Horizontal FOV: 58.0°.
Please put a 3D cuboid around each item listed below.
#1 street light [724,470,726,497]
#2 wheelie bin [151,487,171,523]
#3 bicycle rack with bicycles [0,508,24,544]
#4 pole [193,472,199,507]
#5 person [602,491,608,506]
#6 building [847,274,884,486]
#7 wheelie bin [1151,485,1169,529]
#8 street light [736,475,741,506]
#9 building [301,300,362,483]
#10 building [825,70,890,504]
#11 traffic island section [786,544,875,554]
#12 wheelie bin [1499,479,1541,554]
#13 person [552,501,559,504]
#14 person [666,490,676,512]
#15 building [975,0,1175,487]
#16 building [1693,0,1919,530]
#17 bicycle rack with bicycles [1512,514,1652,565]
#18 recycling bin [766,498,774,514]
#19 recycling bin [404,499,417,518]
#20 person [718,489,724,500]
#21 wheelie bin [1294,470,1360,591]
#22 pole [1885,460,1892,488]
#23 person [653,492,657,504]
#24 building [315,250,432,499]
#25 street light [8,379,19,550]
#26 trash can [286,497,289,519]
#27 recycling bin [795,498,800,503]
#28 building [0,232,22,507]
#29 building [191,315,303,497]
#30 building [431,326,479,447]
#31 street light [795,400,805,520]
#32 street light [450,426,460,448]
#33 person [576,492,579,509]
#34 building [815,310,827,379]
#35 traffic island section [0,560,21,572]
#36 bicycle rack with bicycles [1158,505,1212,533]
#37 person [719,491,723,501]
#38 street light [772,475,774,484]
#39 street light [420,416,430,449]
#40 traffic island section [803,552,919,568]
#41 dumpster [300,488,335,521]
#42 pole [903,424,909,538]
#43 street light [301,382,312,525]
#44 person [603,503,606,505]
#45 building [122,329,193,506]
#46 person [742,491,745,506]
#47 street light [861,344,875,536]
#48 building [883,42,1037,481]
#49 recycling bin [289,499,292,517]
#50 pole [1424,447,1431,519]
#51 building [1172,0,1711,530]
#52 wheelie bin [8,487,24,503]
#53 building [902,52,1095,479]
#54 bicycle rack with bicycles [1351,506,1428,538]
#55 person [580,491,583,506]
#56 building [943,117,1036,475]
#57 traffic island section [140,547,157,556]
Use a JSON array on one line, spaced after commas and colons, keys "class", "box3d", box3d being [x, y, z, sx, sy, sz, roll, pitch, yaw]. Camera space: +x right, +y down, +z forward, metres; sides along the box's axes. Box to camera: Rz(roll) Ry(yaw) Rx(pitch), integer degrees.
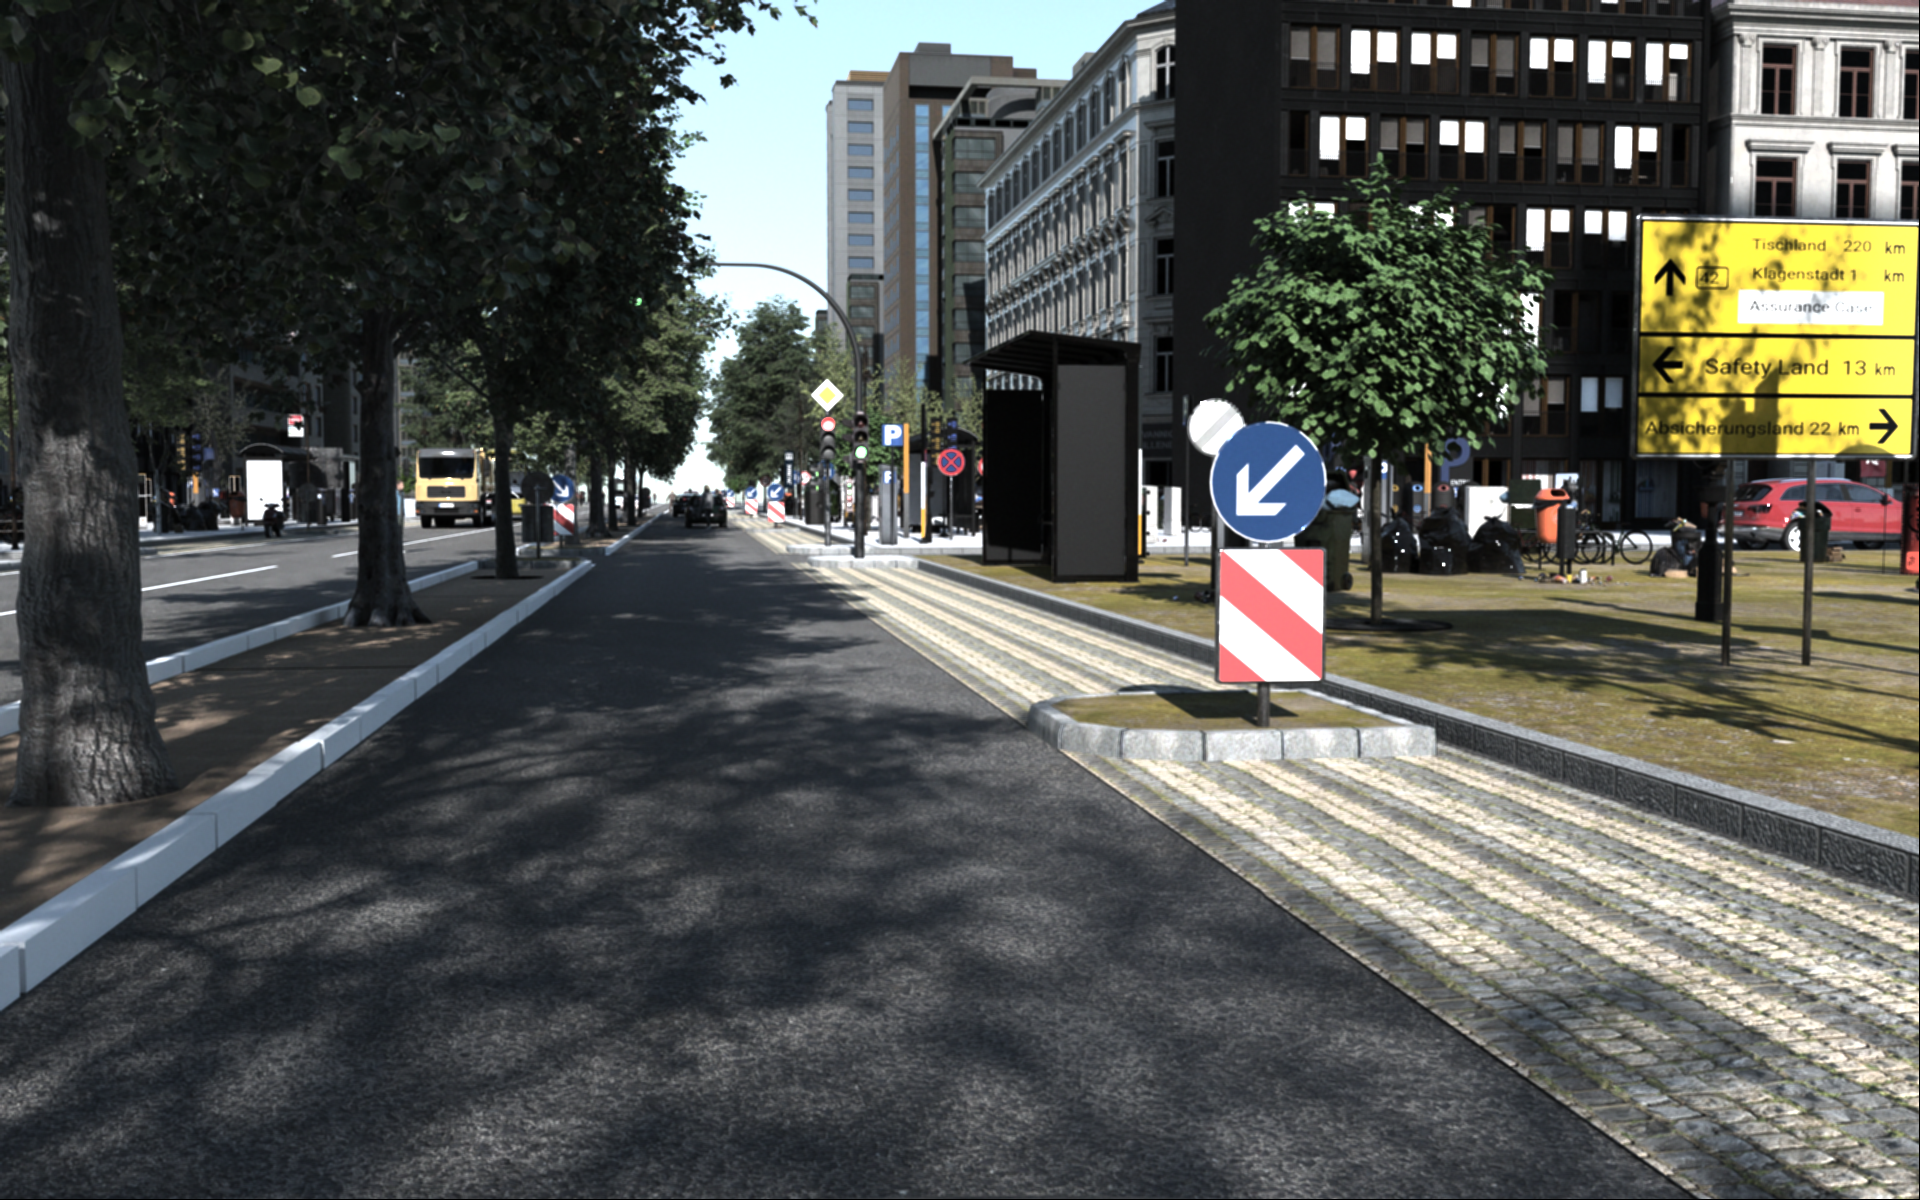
[{"class": "street light", "box3d": [-37.179, -18.448, 274.414, 0.468, 5.910, 1.993, -1, 4, -9]}, {"class": "wheelie bin", "box3d": [-33.923, -4.016, 73.577, 0.693, 1.594, 0.980, -1, 4, -14]}, {"class": "bicycle rack with bicycles", "box3d": [-24.849, -1.910, 44.605, 2.925, 0.926, 2.852, -1, 4, -14]}, {"class": "pole", "box3d": [-29.071, -4.405, 65.863, 0.158, 3.312, 0.155, 0, 3, 0]}, {"class": "person", "box3d": [-43.344, -12.364, 210.670, 0.705, 1.822, 1.348, 2, 4, 34]}, {"class": "building", "box3d": [-8.067, -27.933, 228.398, 14.160, 30.474, 14.107, -1, 4, -9]}, {"class": "wheelie bin", "box3d": [7.281, -3.366, 62.934, 0.980, 1.594, 0.693, 0, 4, 6]}, {"class": "street light", "box3d": [-27.116, -14.517, 210.138, 0.468, 5.910, 1.993, -1, 4, -9]}, {"class": "building", "box3d": [-66.681, -18.362, 145.257, 27.650, 21.520, 28.899, -1, 4, -9]}, {"class": "building", "box3d": [-8.602, -43.246, 249.075, 21.231, 58.520, 28.212, -1, 4, -9]}, {"class": "traffic island section", "box3d": [-3.223, -1.240, 42.551, 2.009, 0.180, 2.903, -1, 4, -9]}, {"class": "wheelie bin", "box3d": [12.028, -1.780, 37.014, 0.980, 1.594, 0.693, 1, 4, 15]}, {"class": "person", "box3d": [-34.971, -8.504, 150.767, 0.991, 1.433, 0.599, -1, 4, -13]}, {"class": "person", "box3d": [-22.605, -7.761, 135.940, 0.990, 1.755, 0.434, -1, 4, -15]}, {"class": "building", "box3d": [12.811, -19.705, 98.591, 17.030, 29.872, 44.131, -1, 4, -9]}, {"class": "building", "box3d": [35.944, -14.133, 67.224, 21.152, 22.565, 11.583, -1, 4, -9]}, {"class": "bicycle rack with bicycles", "box3d": [11.257, -1.143, 32.067, 2.925, 0.926, 2.852, 1, 4, 16]}, {"class": "recycling bin", "box3d": [-12.308, -6.215, 114.168, 0.722, 1.027, 0.722, -3, 5, -44]}, {"class": "recycling bin", "box3d": [-30.329, -5.051, 95.130, 0.722, 1.027, 0.722, -3, 4, -38]}, {"class": "person", "box3d": [-22.293, -9.249, 159.359, 1.348, 1.869, 0.705, -3, 5, -40]}, {"class": "wheelie bin", "box3d": [4.838, -0.924, 23.015, 0.980, 1.594, 0.693, 3, 4, 37]}, {"class": "pole", "box3d": [28.712, -3.653, 53.574, 0.158, 3.312, 0.155, 0, 3, 0]}, {"class": "person", "box3d": [-43.658, -14.601, 247.759, 0.617, 1.759, 0.750, -1, 4, -21]}, {"class": "building", "box3d": [-79.938, -32.125, 217.125, 32.217, 40.220, 23.993, -1, 4, -9]}, {"class": "street light", "box3d": [-21.870, -4.106, 39.918, 0.468, 5.910, 1.993, -1, 4, -9]}, {"class": "trash can", "box3d": [-32.678, -4.384, 83.333, 0.748, 1.137, 0.748, 0, 3, 0]}, {"class": "recycling bin", "box3d": [-10.672, -6.220, 114.259, 0.722, 1.027, 0.722, -2, 4, -29]}, {"class": "building", "box3d": [-49.707, -17.929, 79.036, 13.634, 28.700, 20.117, -1, 4, -9]}, {"class": "building", "box3d": [-59.435, -30.358, 120.050, 21.300, 48.544, 21.600, -1, 4, -9]}, {"class": "building", "box3d": [-81.913, -39.965, 242.664, 28.713, 52.752, 27.495, -1, 4, -9]}, {"class": "street light", "box3d": [-7.811, -6.854, 84.843, 0.468, 5.910, 1.993, -1, 4, -9]}, {"class": "street light", "box3d": [-33.748, -8.743, 115.743, 0.468, 5.910, 1.993, -1, 4, -9]}, {"class": "person", "box3d": [-36.875, -9.561, 166.284, 0.415, 1.643, 0.593, 3, 5, 42]}, {"class": "building", "box3d": [-15.753, -30.534, 270.924, 14.160, 30.474, 14.107, -1, 4, -9]}, {"class": "traffic island section", "box3d": [-18.642, -0.600, 32.092, 2.009, 0.180, 2.903, -1, 4, -9]}, {"class": "bicycle rack with bicycles", "box3d": [7.664, -2.735, 58.095, 2.852, 0.926, 2.925, -2, 4, -32]}, {"class": "person", "box3d": [-19.813, -8.207, 143.600, 0.530, 1.710, 0.541, 1, 4, 18]}, {"class": "street light", "box3d": [-12.563, -8.776, 116.281, 0.468, 5.910, 1.993, -1, 4, -9]}, {"class": "street light", "box3d": [-31.703, -7.948, 102.741, 0.468, 5.910, 1.993, -1, 4, -9]}, {"class": "traffic island section", "box3d": [-1.998, -0.757, 34.660, 2.009, 0.180, 2.903, -1, 4, -9]}, {"class": "dumpster", "box3d": [-29.863, -4.570, 80.476, 1.264, 1.857, 1.865, -1, 4, -9]}, {"class": "pole", "box3d": [-1.557, -3.444, 50.145, 0.158, 3.312, 0.155, 0, 3, 0]}, {"class": "street light", "box3d": [-26.850, -6.026, 71.320, 0.468, 5.910, 1.993, -1, 4, -9]}, {"class": "person", "box3d": [-47.609, -13.639, 231.513, 0.705, 1.822, 1.348, 2, 4, 35]}, {"class": "building", "box3d": [-52.052, -16.374, 97.391, 12.332, 23.373, 15.834, -1, 4, -9]}, {"class": "person", "box3d": [-24.512, -11.450, 195.726, 0.705, 1.822, 1.348, 0, 4, -6]}, {"class": "street light", "box3d": [-2.922, -4.928, 53.360, 0.468, 5.910, 1.993, -1, 4, -9]}, {"class": "building", "box3d": [-0.027, -32.049, 174.113, 14.600, 45.320, 14.200, -1, 4, -9]}, {"class": "recycling bin", "box3d": [-37.788, -5.189, 97.390, 0.722, 1.027, 0.722, 2, 4, 24]}, {"class": "pole", "box3d": [14.542, -3.670, 53.840, 0.158, 3.312, 0.155, 0, 3, 0]}, {"class": "building", "box3d": [17.457, -14.436, 65.702, 15.834, 23.373, 12.332, -1, 4, -9]}, {"class": "wheelie bin", "box3d": [-40.337, -4.053, 74.178, 0.693, 1.594, 0.980, -1, 4, -19]}, {"class": "building", "box3d": [11.377, -28.432, 156.744, 32.217, 40.220, 23.993, -1, 4, -9]}, {"class": "bicycle rack with bicycles", "box3d": [12.260, -2.294, 50.882, 2.925, 0.926, 2.852, 3, 5, 43]}, {"class": "person", "box3d": [-46.041, -12.366, 210.643, 0.705, 1.831, 1.348, -2, 4, -25]}, {"class": "building", "box3d": [5.469, -22.335, 136.886, 14.160, 30.474, 14.107, -1, 4, -9]}, {"class": "traffic island section", "box3d": [-19.866, -1.083, 39.983, 2.009, 0.180, 2.903, -1, 4, -9]}]
